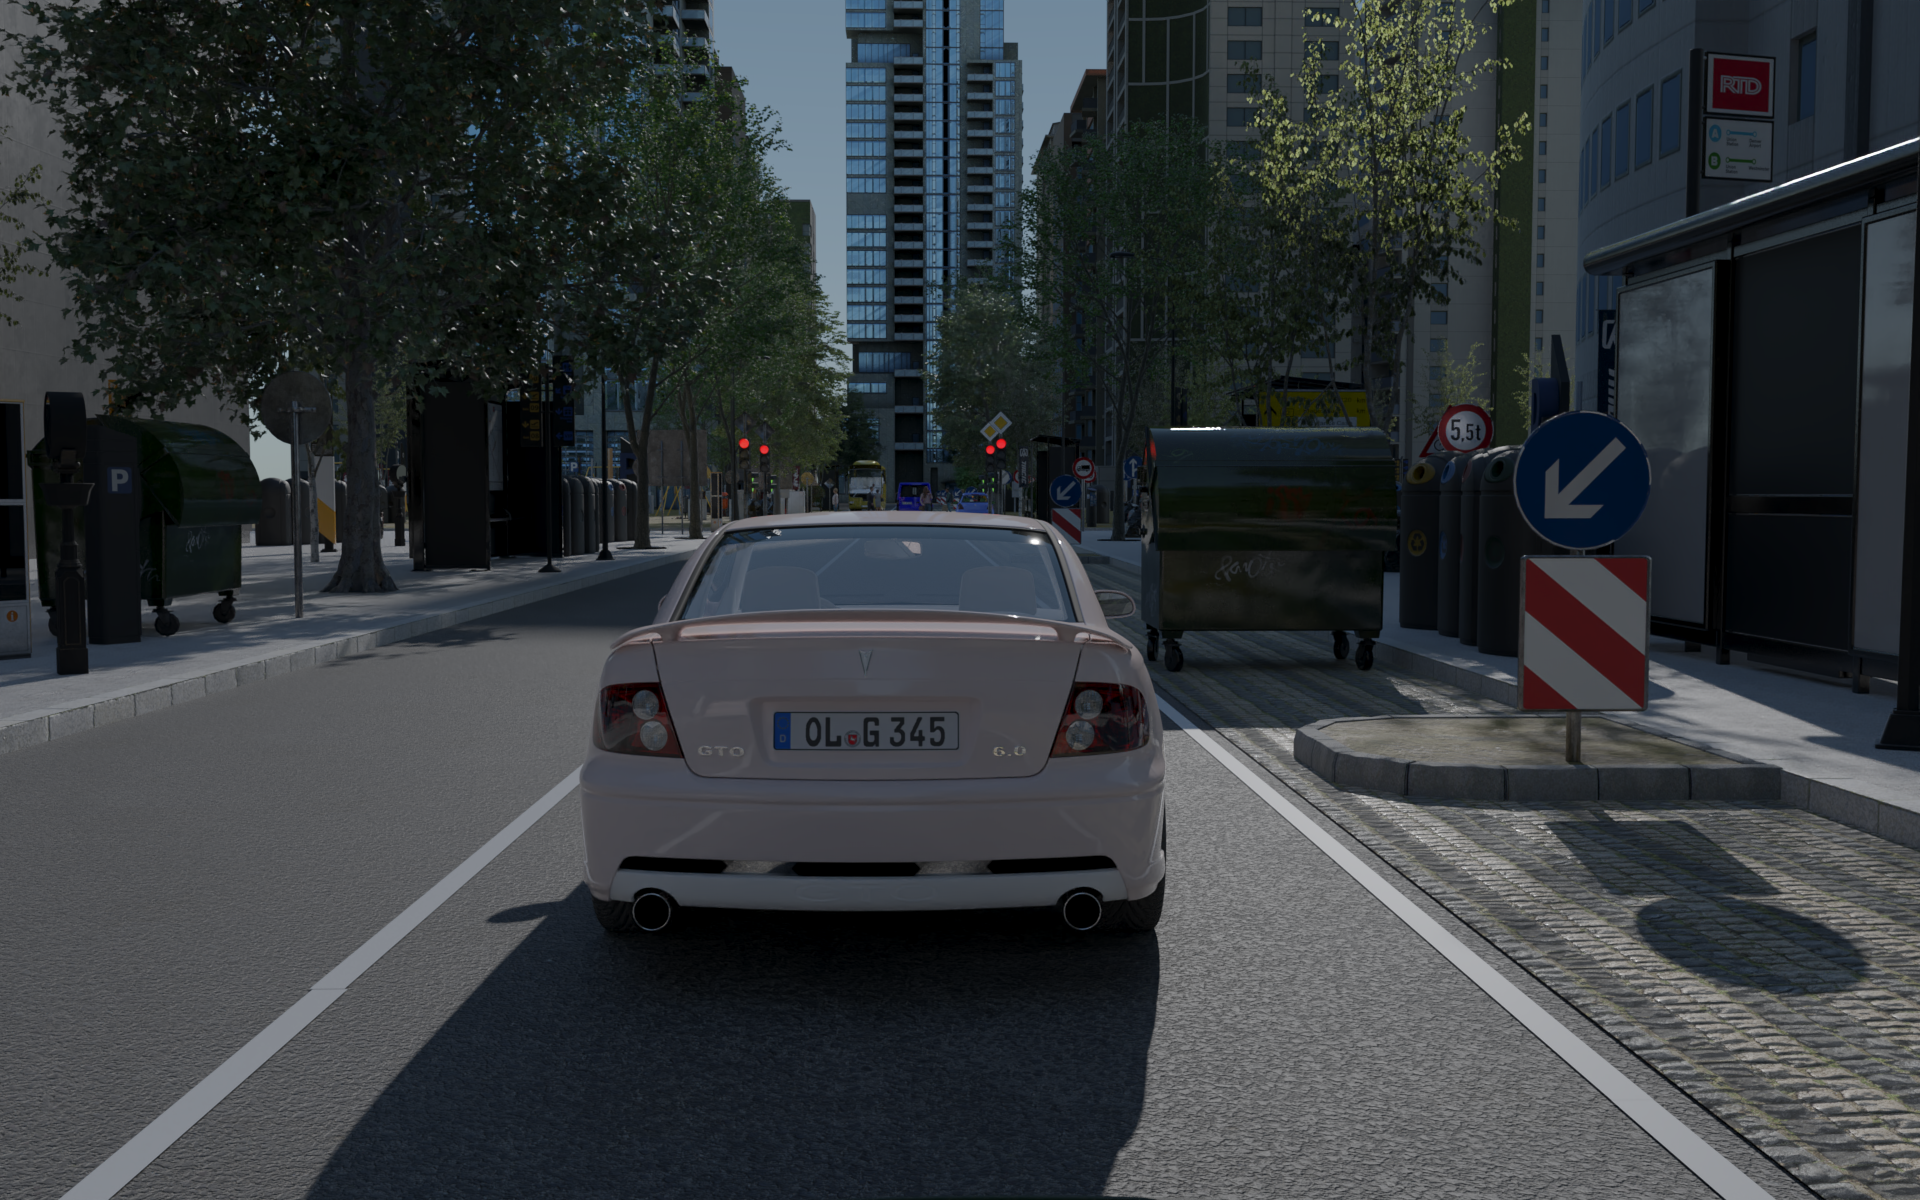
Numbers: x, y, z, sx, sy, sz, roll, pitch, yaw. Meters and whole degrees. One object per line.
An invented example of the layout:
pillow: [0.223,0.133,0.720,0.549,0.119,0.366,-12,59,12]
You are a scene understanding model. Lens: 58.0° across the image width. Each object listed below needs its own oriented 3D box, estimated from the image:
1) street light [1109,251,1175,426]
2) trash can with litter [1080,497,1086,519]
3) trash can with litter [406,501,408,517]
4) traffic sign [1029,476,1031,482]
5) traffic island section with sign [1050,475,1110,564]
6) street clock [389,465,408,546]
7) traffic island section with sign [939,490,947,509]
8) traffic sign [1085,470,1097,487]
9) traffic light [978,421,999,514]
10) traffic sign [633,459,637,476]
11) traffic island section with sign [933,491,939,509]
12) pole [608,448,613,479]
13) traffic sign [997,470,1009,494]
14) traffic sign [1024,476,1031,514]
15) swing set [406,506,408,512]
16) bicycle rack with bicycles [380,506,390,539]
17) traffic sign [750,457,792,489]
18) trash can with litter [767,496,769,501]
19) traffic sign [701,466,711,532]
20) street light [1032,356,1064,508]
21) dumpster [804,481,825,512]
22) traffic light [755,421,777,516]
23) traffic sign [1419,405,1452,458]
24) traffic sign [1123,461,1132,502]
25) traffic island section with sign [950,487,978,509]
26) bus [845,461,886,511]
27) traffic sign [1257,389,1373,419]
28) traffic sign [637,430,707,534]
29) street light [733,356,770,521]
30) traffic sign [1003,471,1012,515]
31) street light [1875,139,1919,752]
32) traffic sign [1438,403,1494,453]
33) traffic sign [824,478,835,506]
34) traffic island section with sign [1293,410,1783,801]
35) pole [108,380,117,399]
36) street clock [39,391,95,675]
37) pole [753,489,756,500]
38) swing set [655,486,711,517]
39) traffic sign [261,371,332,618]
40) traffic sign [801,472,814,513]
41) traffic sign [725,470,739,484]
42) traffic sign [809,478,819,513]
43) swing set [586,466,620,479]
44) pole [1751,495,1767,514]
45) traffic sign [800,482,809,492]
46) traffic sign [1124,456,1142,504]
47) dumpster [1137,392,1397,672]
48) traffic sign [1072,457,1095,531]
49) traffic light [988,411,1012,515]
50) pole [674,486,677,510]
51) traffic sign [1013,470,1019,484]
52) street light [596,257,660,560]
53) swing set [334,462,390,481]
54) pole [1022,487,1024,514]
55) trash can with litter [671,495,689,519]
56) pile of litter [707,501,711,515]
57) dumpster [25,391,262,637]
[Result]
street light: [3.557,-3.719,33.343,1.470,5.913,1.316,0,4,-2]
trash can with litter: [6.281,-4.696,87.831,2.233,1.210,1.678,-1,4,-16]
trash can with litter: [-31.070,-5.237,97.004,1.055,1.170,0.624,1,4,16]
traffic sign: [4.848,-7.293,119.339,0.768,2.556,0.104,0,4,7]
traffic island section with sign: [2.043,-1.690,36.259,1.989,1.847,2.006,0,4,-2]
street clock: [-13.786,-2.325,42.580,0.358,2.002,0.471,1,4,19]
traffic island section with sign: [-0.287,-6.732,118.699,1.989,1.847,2.006,0,4,-2]
traffic sign: [5.929,-4.886,79.996,0.768,2.556,0.104,0,4,7]
traffic light: [1.137,-4.763,66.788,0.839,4.253,0.868,0,4,-2]
traffic sign: [-10.609,-3.547,58.099,0.768,2.556,0.104,0,4,8]
traffic island section with sign: [-1.694,-9.785,168.618,1.989,1.847,2.006,0,4,-2]
pole: [-15.537,-5.086,77.001,0.158,3.312,0.155,0,3,0]
traffic sign: [2.237,-5.622,92.029,0.768,2.556,0.104,0,4,4]
traffic sign: [4.129,-6.762,110.657,0.768,2.556,0.104,0,4,5]
swing set: [-35.853,-6.643,106.228,3.119,2.851,2.862,-2,4,-35]
bicycle rack with bicycles: [-17.706,-2.251,50.185,2.852,0.926,2.925,-1,4,-10]
traffic sign: [-10.263,-6.135,94.176,2.265,3.308,0.079,0,4,1]
trash can with litter: [-15.154,-7.634,136.211,0.624,1.170,1.055,-2,4,-23]
traffic sign: [-8.765,-3.592,58.732,0.884,2.594,0.081,0,4,-1]
street light: [2.915,-5.231,58.072,1.470,5.913,1.316,0,4,-2]
dumpster: [-10.514,-7.501,125.130,1.502,2.255,1.985,0,4,-2]
traffic light: [-7.470,-4.747,66.530,0.839,4.253,0.868,0,4,-2]
traffic sign: [7.125,-1.546,25.279,0.884,2.594,0.081,0,4,1]
traffic sign: [6.317,-4.026,65.923,0.768,2.556,0.104,0,4,5]
traffic island section with sign: [0.478,-5.084,91.754,1.989,1.847,2.006,0,4,-2]
bus: [-6.973,-8.516,130.776,2.896,3.916,12.252,0,4,-1]
traffic sign: [6.881,-2.437,33.719,2.265,3.308,0.079,0,4,-1]
traffic sign: [-9.144,-3.738,54.987,2.265,3.308,0.079,0,4,5]
street light: [-7.085,-5.254,58.441,1.470,5.913,1.316,0,4,-2]
traffic sign: [2.429,-5.736,93.887,0.768,2.556,0.104,0,4,6]
street light: [4.252,-2.204,8.579,1.470,5.913,1.316,0,4,-2]
traffic sign: [7.093,-1.484,24.378,0.768,2.556,0.104,0,4,5]
traffic sign: [-9.270,-7.472,123.345,0.795,2.450,0.064,0,4,4]
traffic island section with sign: [2.821,-0.022,8.980,1.989,1.847,2.006,0,4,-2]
pole: [-15.116,-2.273,31.001,0.158,3.312,0.155,0,3,0]
street clock: [-6.344,-0.474,12.322,0.358,2.002,0.471,-2,4,-33]
pole: [-13.008,-7.084,109.662,0.158,3.312,0.155,0,3,0]
swing set: [-15.756,-6.229,99.472,2.862,2.851,3.119,0,4,4]
traffic sign: [-6.856,-1.088,17.894,0.768,2.556,0.104,0,4,6]
traffic sign: [-8.746,-6.061,99.208,0.768,2.556,0.104,0,4,3]
traffic sign: [-12.000,-5.574,91.234,0.768,2.556,0.104,0,4,4]
traffic sign: [-9.234,-6.590,107.747,0.884,2.594,0.081,0,4,0]
swing set: [-19.847,-6.166,98.438,3.119,2.851,2.862,2,4,29]
pole: [11.759,-1.934,25.456,0.158,3.312,0.155,0,3,0]
traffic sign: [-11.458,-7.810,127.693,0.884,2.594,0.081,0,4,3]
traffic sign: [5.863,-3.544,58.046,0.768,2.556,0.104,0,4,6]
dumpster: [2.473,-0.573,14.324,1.985,2.255,1.502,0,4,-2]
traffic sign: [4.227,-3.623,59.338,0.768,2.556,0.104,0,4,1]
traffic light: [1.363,-4.274,58.807,0.839,4.253,0.868,0,4,-2]
pole: [-23.000,-8.940,140.014,0.158,3.312,0.155,0,3,0]
traffic sign: [3.085,-5.388,88.199,0.768,2.556,0.104,0,4,0]
street light: [-6.358,-3.730,33.525,1.470,5.913,1.316,0,4,-2]
swing set: [-30.332,-5.364,85.324,3.119,2.851,2.862,1,4,19]
pole: [4.089,-7.177,111.183,0.158,3.312,0.155,0,3,0]
trash can with litter: [-14.123,-4.796,89.468,1.678,1.210,2.233,-2,4,-25]
pile of litter: [-15.185,-5.563,104.916,1.719,0.858,1.176,0,4,8]
dumpster: [-7.671,-0.844,16.296,1.502,2.255,1.985,0,4,-2]
